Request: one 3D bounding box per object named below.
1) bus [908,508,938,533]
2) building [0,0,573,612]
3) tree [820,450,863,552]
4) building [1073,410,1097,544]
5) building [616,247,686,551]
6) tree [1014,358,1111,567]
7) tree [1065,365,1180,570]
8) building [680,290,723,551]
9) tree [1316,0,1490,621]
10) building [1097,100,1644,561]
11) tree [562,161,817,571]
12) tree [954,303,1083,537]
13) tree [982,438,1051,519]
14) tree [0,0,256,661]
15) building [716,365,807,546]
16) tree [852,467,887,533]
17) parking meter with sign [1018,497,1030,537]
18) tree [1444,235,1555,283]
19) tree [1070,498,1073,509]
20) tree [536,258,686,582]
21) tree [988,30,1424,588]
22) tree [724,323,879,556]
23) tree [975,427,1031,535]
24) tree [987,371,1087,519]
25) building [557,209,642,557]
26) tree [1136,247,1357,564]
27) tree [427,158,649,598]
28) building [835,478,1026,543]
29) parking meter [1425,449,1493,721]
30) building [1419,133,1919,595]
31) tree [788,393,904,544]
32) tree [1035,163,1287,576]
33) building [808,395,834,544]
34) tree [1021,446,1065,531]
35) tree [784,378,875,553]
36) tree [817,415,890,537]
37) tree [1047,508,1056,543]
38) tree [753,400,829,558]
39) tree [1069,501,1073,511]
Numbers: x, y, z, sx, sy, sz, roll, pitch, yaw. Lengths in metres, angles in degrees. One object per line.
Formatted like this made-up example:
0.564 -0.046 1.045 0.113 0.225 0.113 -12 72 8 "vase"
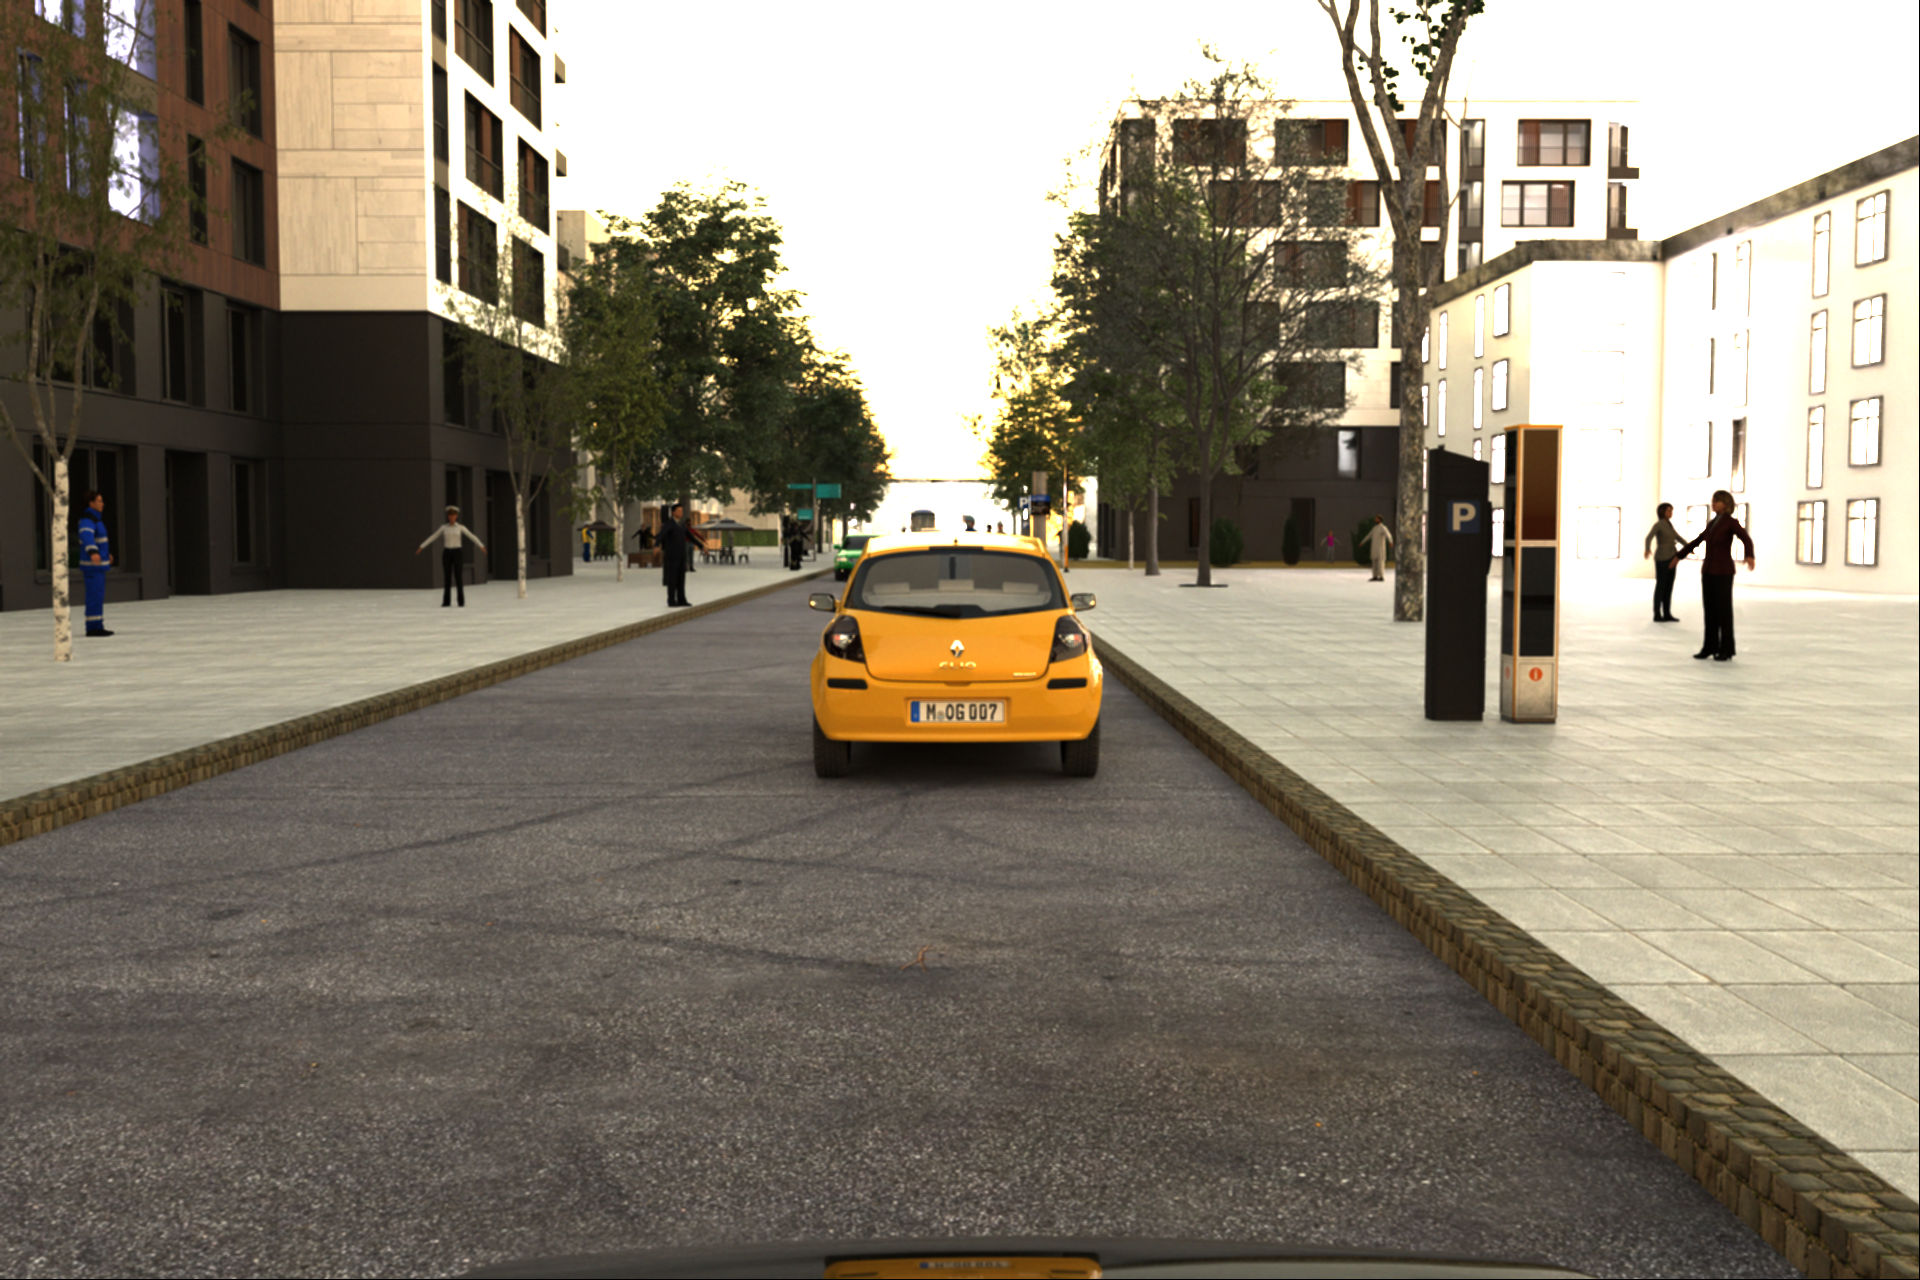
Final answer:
-3.518 -10.915 170.007 2.896 3.916 12.251 0 3 0 "bus"
-26.147 -11.832 37.425 27.936 21.610 32.646 0 4 0 "building"
-9.547 -10.622 124.027 4.360 8.622 3.978 0 3 0 "tree"
25.058 -24.452 230.721 19.493 23.208 18.063 0 4 -1 "building"
-25.118 -15.854 115.630 16.016 20.090 11.380 0 4 0 "building"
3.829 -7.209 68.223 4.360 8.622 3.978 0 3 0 "tree"
5.982 -6.789 61.356 4.737 8.622 4.395 0 3 0 "tree"
-25.253 -17.057 135.304 16.016 20.090 11.380 0 4 -1 "building"
5.133 -10.339 24.926 12.611 20.169 13.585 0 3 0 "tree"
21.537 -15.548 98.177 27.936 21.610 32.646 0 3 0 "building"
-9.799 -9.419 60.661 9.857 13.997 8.962 0 3 0 "tree"
6.004 -17.384 140.119 12.611 20.169 13.585 0 3 0 "tree"
5.762 -13.455 154.402 8.767 10.594 7.601 2 4 27 "tree"
-8.984 -4.078 17.044 4.360 8.622 3.978 0 3 0 "tree"
-27.225 -20.201 196.751 16.747 18.905 31.486 0 4 1 "building"
-9.463 -13.286 167.582 4.737 8.622 4.395 0 3 0 "tree"
3.010 -5.156 80.555 0.543 3.016 1.738 0 4 -1 "parking meter with sign"
24.102 -10.345 75.792 9.857 13.997 8.962 0 3 0 "tree"
18.779 -18.679 255.763 4.360 8.622 3.978 0 3 0 "tree"
-9.242 -5.885 46.581 4.737 8.622 4.395 0 3 0 "tree"
6.040 -8.043 41.871 12.009 13.543 11.850 0 3 0 "tree"
-9.520 -12.006 102.951 9.857 13.997 8.962 0 3 0 "tree"
5.163 -14.698 166.073 9.928 11.665 9.643 0 3 0 "tree"
5.459 -12.388 120.664 7.486 12.596 7.792 0 3 0 "tree"
-28.727 -13.956 94.643 16.747 18.905 31.486 0 4 0 "building"
12.083 -10.053 74.730 12.009 13.543 11.850 0 3 0 "tree"
-8.909 -5.153 34.613 4.360 8.622 3.978 0 3 0 "tree"
-4.219 -19.257 259.455 28.070 9.664 9.099 0 4 6 "building"
3.443 -0.382 11.956 0.399 1.863 0.255 0 4 0 "parking meter"
20.760 -6.574 49.638 9.099 9.664 28.070 0 4 0 "building"
-9.596 -14.327 144.614 12.009 13.543 11.850 0 3 0 "tree"
6.053 -8.242 52.878 7.486 12.596 7.792 0 3 0 "tree"
-26.656 -22.437 233.294 16.747 18.905 31.486 0 4 0 "building"
6.120 -10.944 129.301 4.737 8.622 4.395 0 3 0 "tree"
-9.198 -11.577 115.045 9.928 11.665 9.643 0 3 0 "tree"
-10.368 -15.328 157.275 9.857 13.997 8.962 0 3 0 "tree"
13.558 -18.789 257.561 4.360 8.622 3.978 0 3 0 "tree"
-9.793 -8.730 93.094 4.360 8.622 3.978 0 3 0 "tree"
18.312 -19.029 261.486 4.737 8.622 4.395 0 3 0 "tree"
